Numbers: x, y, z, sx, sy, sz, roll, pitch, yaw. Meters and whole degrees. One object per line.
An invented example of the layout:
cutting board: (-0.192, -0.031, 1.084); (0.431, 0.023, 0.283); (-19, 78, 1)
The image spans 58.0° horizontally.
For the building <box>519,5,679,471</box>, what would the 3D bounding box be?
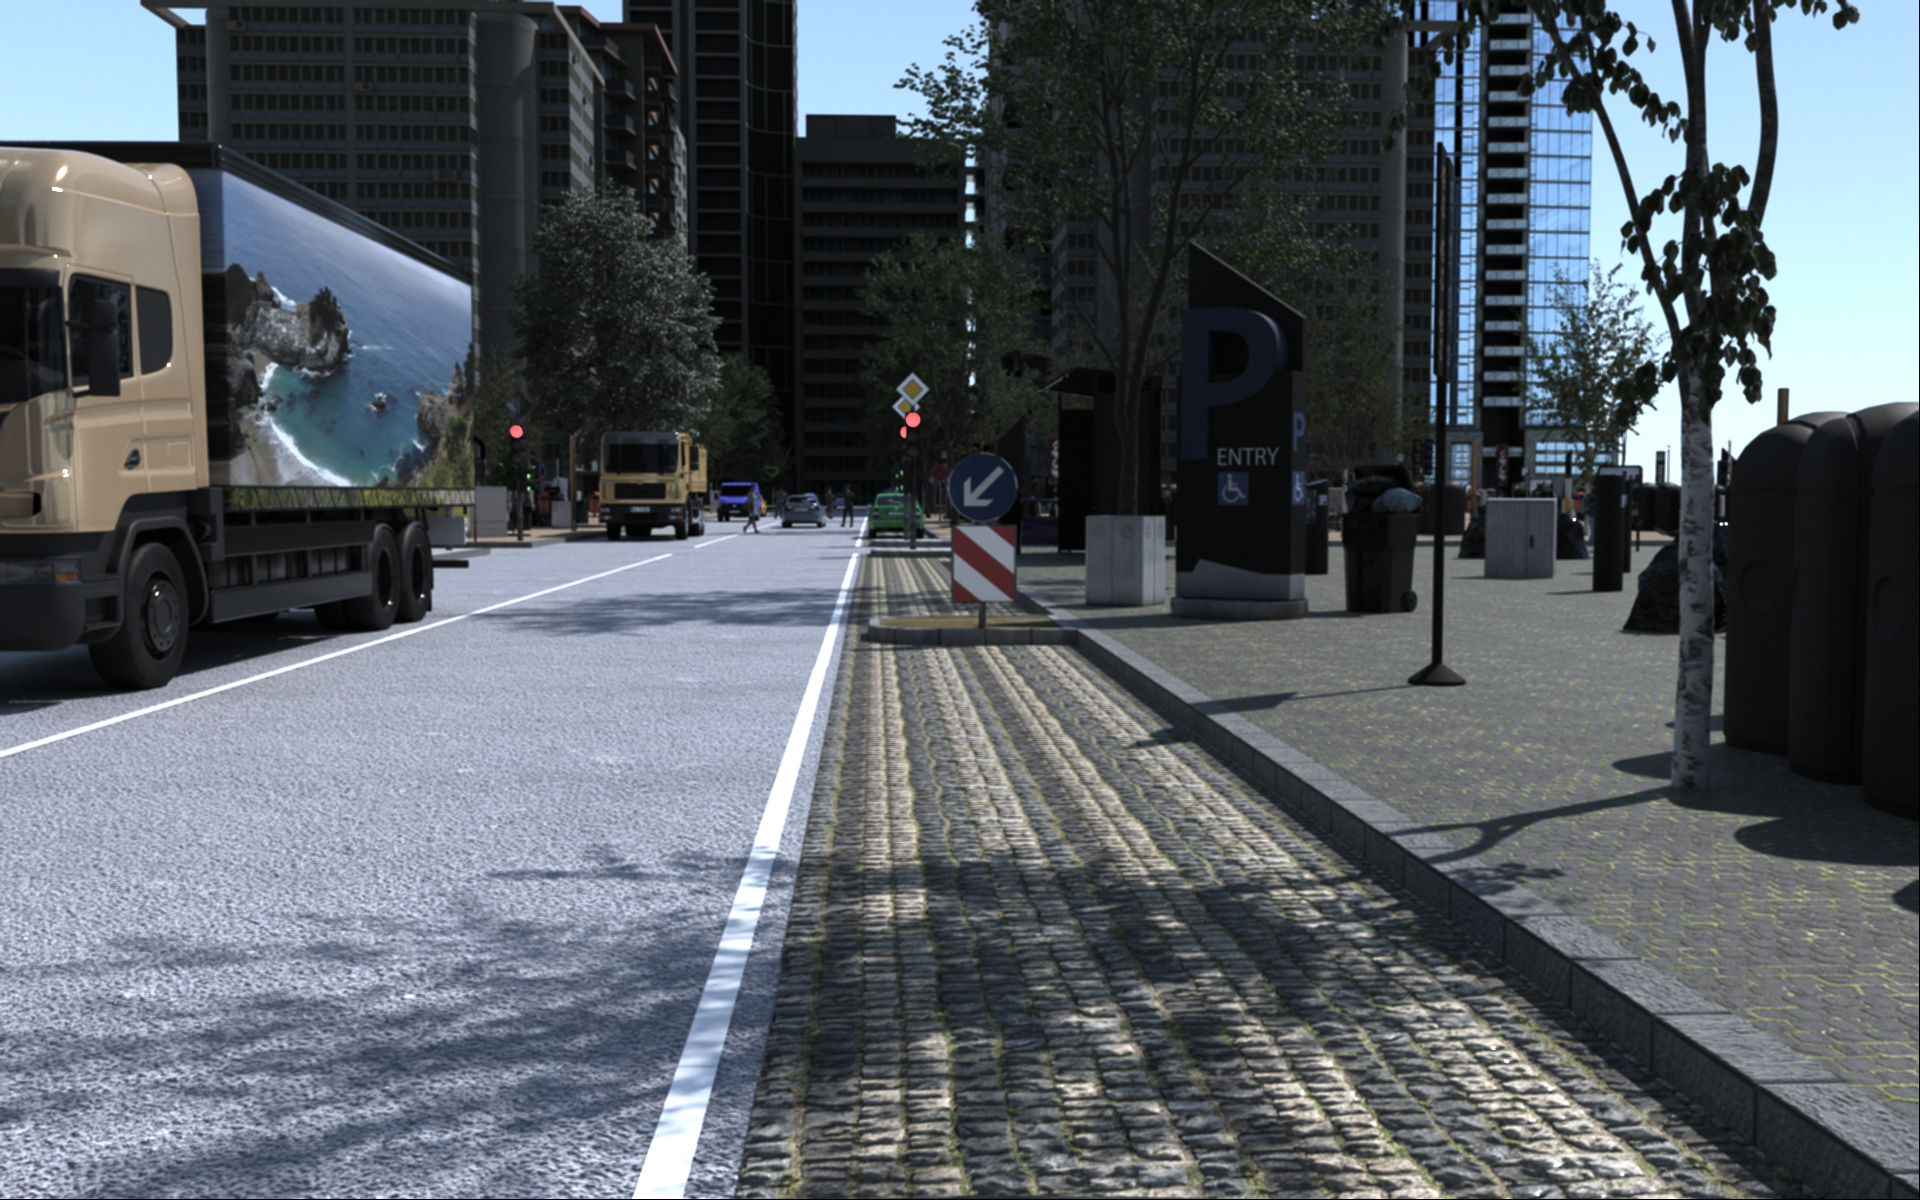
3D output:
building: (-37.795, -30.865, 159.265); (22.147, 44.769, 28.867); (0, 4, -3)

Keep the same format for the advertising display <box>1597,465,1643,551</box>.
advertising display: (14.822, -2.063, 38.942); (0.974, 1.923, 0.123); (3, 5, 40)

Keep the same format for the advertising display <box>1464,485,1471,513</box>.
advertising display: (34.784, -6.936, 118.624); (0.123, 1.923, 0.974); (3, 4, 38)

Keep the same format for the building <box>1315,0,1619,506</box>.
building: (51.785, -53.136, 181.443); (31.000, 86.520, 22.319); (0, 4, -3)

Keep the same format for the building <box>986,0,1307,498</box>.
building: (16.910, -35.084, 162.866); (28.713, 52.752, 27.495); (0, 4, -3)

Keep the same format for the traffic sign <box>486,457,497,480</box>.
traffic sign: (-14.680, -3.246, 54.255); (0.795, 2.450, 0.064); (0, 4, 5)

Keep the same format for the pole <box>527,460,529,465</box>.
pole: (-25.862, -6.711, 103.574); (0.158, 3.312, 0.155); (0, 3, 0)

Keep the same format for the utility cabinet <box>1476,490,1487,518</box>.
utility cabinet: (26.570, -4.870, 88.309); (0.318, 1.500, 1.173); (0, 4, -1)

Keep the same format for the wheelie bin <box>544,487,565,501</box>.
wheelie bin: (-17.020, -3.946, 72.419); (0.980, 1.594, 0.693); (0, 4, -7)

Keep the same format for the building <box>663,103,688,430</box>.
building: (-36.078, -30.523, 182.637); (14.086, 41.232, 14.154); (0, 4, -3)

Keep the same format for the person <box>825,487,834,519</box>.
person: (-7.495, -5.563, 99.422); (0.622, 1.834, 0.822); (2, 4, 28)

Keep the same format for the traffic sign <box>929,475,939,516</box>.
traffic sign: (-1.433, -6.195, 101.391); (0.768, 2.556, 0.104); (0, 4, 5)

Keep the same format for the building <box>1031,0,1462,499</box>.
building: (20.126, -27.258, 137.557); (32.217, 40.220, 23.993); (0, 4, -3)

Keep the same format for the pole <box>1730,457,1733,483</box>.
pole: (42.250, -6.190, 95.046); (0.158, 3.312, 0.155); (0, 3, 0)

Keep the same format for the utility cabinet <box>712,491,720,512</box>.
utility cabinet: (-16.780, -6.818, 120.151); (0.318, 1.500, 1.173); (3, 4, 37)

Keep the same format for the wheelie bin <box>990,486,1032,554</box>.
wheelie bin: (0.997, -1.795, 37.251); (0.693, 1.594, 0.980); (-1, 4, -18)

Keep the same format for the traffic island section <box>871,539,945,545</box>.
traffic island section: (-1.466, -1.578, 48.088); (2.009, 0.180, 2.903); (0, 4, -3)

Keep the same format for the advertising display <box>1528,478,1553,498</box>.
advertising display: (23.742, -4.014, 70.842); (0.974, 1.923, 0.123); (1, 4, 8)

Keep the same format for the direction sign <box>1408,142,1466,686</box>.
direction sign: (3.233, -1.201, 11.640); (0.379, 3.537, 0.876); (1, 4, 21)

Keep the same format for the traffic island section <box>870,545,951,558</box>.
traffic island section: (-1.067, -1.091, 40.113); (2.009, 0.180, 2.903); (0, 4, -3)

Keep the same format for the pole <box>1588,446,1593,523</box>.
pole: (26.854, -4.896, 73.887); (0.158, 3.312, 0.155); (0, 3, 0)

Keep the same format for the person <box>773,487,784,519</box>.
person: (-10.576, -5.676, 101.113); (0.655, 1.846, 0.447); (-1, 4, -11)

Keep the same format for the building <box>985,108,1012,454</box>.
building: (9.551, -30.583, 183.628); (14.154, 41.232, 14.086); (0, 4, -3)

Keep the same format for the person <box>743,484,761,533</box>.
person: (-7.622, -3.340, 63.205); (0.778, 1.811, 0.616); (2, 4, 27)

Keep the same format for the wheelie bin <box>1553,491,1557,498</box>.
wheelie bin: (38.998, -6.512, 114.386); (0.693, 1.594, 0.980); (3, 4, 37)

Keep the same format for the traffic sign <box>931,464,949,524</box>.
traffic sign: (-0.856, -4.528, 74.134); (0.768, 2.556, 0.104); (0, 4, 4)

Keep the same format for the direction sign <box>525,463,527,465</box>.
direction sign: (-23.562, -6.172, 92.903); (0.876, 3.537, 0.379); (2, 4, 24)

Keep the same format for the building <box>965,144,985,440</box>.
building: (15.627, -37.156, 227.104); (30.456, 49.044, 23.786); (0, 4, -3)

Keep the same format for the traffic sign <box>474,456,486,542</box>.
traffic sign: (-13.066, -2.722, 46.642); (0.606, 2.300, 0.079); (0, 4, 6)

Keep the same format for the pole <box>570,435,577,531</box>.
pole: (-13.368, -4.038, 59.870); (0.158, 3.312, 0.155); (0, 3, 0)

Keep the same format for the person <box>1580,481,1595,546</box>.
person: (16.486, -2.210, 44.975); (0.721, 1.781, 0.623); (3, 5, 42)

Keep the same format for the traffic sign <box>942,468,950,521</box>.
traffic sign: (-0.664, -5.122, 83.848); (0.768, 2.556, 0.104); (0, 4, 2)

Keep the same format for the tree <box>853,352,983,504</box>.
tree: (-3.410, -13.800, 135.994); (12.009, 13.543, 11.850); (0, 3, 0)

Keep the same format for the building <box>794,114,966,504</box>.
building: (-10.345, -36.765, 224.808); (21.600, 48.544, 21.300); (0, 4, -3)

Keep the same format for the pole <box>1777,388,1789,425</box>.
pole: (15.838, -2.420, 33.408); (0.158, 3.312, 0.155); (0, 3, 0)

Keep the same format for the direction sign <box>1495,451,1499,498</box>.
direction sign: (28.493, -6.098, 91.701); (0.379, 3.537, 0.876); (0, 4, -3)

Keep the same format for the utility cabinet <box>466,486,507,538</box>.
utility cabinet: (-13.870, -2.570, 50.694); (1.173, 1.500, 0.318); (-3, 5, -42)

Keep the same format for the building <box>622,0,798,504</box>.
building: (-31.346, -47.906, 221.519); (20.611, 71.187, 20.563); (0, 4, -3)

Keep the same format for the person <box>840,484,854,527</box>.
person: (-4.942, -4.129, 75.778); (0.659, 1.850, 0.755); (-3, 4, -38)

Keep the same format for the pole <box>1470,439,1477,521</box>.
pole: (19.213, -4.338, 64.768); (0.158, 3.312, 0.155); (0, 3, 0)

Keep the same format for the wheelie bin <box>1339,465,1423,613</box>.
wheelie bin: (4.582, -0.670, 18.855); (0.693, 1.594, 0.980); (-3, 5, -44)

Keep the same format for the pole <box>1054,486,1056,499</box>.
pole: (4.342, -5.266, 79.940); (0.158, 3.312, 0.155); (0, 3, 0)

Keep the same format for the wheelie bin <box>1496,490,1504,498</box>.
wheelie bin: (37.326, -6.867, 120.178); (0.693, 1.594, 0.980); (3, 5, 40)

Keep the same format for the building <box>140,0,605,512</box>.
building: (-41.294, -26.969, 132.816); (32.217, 40.220, 23.993); (0, 4, -3)

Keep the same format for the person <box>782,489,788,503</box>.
person: (-12.988, -7.310, 128.007); (1.348, 1.826, 0.705); (3, 4, 37)

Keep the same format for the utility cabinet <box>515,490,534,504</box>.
utility cabinet: (-23.035, -5.075, 91.648); (1.173, 1.500, 0.318); (3, 4, 38)

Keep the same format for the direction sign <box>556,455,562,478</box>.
direction sign: (-23.505, -6.704, 101.605); (0.379, 3.537, 0.876); (-3, 4, -36)
